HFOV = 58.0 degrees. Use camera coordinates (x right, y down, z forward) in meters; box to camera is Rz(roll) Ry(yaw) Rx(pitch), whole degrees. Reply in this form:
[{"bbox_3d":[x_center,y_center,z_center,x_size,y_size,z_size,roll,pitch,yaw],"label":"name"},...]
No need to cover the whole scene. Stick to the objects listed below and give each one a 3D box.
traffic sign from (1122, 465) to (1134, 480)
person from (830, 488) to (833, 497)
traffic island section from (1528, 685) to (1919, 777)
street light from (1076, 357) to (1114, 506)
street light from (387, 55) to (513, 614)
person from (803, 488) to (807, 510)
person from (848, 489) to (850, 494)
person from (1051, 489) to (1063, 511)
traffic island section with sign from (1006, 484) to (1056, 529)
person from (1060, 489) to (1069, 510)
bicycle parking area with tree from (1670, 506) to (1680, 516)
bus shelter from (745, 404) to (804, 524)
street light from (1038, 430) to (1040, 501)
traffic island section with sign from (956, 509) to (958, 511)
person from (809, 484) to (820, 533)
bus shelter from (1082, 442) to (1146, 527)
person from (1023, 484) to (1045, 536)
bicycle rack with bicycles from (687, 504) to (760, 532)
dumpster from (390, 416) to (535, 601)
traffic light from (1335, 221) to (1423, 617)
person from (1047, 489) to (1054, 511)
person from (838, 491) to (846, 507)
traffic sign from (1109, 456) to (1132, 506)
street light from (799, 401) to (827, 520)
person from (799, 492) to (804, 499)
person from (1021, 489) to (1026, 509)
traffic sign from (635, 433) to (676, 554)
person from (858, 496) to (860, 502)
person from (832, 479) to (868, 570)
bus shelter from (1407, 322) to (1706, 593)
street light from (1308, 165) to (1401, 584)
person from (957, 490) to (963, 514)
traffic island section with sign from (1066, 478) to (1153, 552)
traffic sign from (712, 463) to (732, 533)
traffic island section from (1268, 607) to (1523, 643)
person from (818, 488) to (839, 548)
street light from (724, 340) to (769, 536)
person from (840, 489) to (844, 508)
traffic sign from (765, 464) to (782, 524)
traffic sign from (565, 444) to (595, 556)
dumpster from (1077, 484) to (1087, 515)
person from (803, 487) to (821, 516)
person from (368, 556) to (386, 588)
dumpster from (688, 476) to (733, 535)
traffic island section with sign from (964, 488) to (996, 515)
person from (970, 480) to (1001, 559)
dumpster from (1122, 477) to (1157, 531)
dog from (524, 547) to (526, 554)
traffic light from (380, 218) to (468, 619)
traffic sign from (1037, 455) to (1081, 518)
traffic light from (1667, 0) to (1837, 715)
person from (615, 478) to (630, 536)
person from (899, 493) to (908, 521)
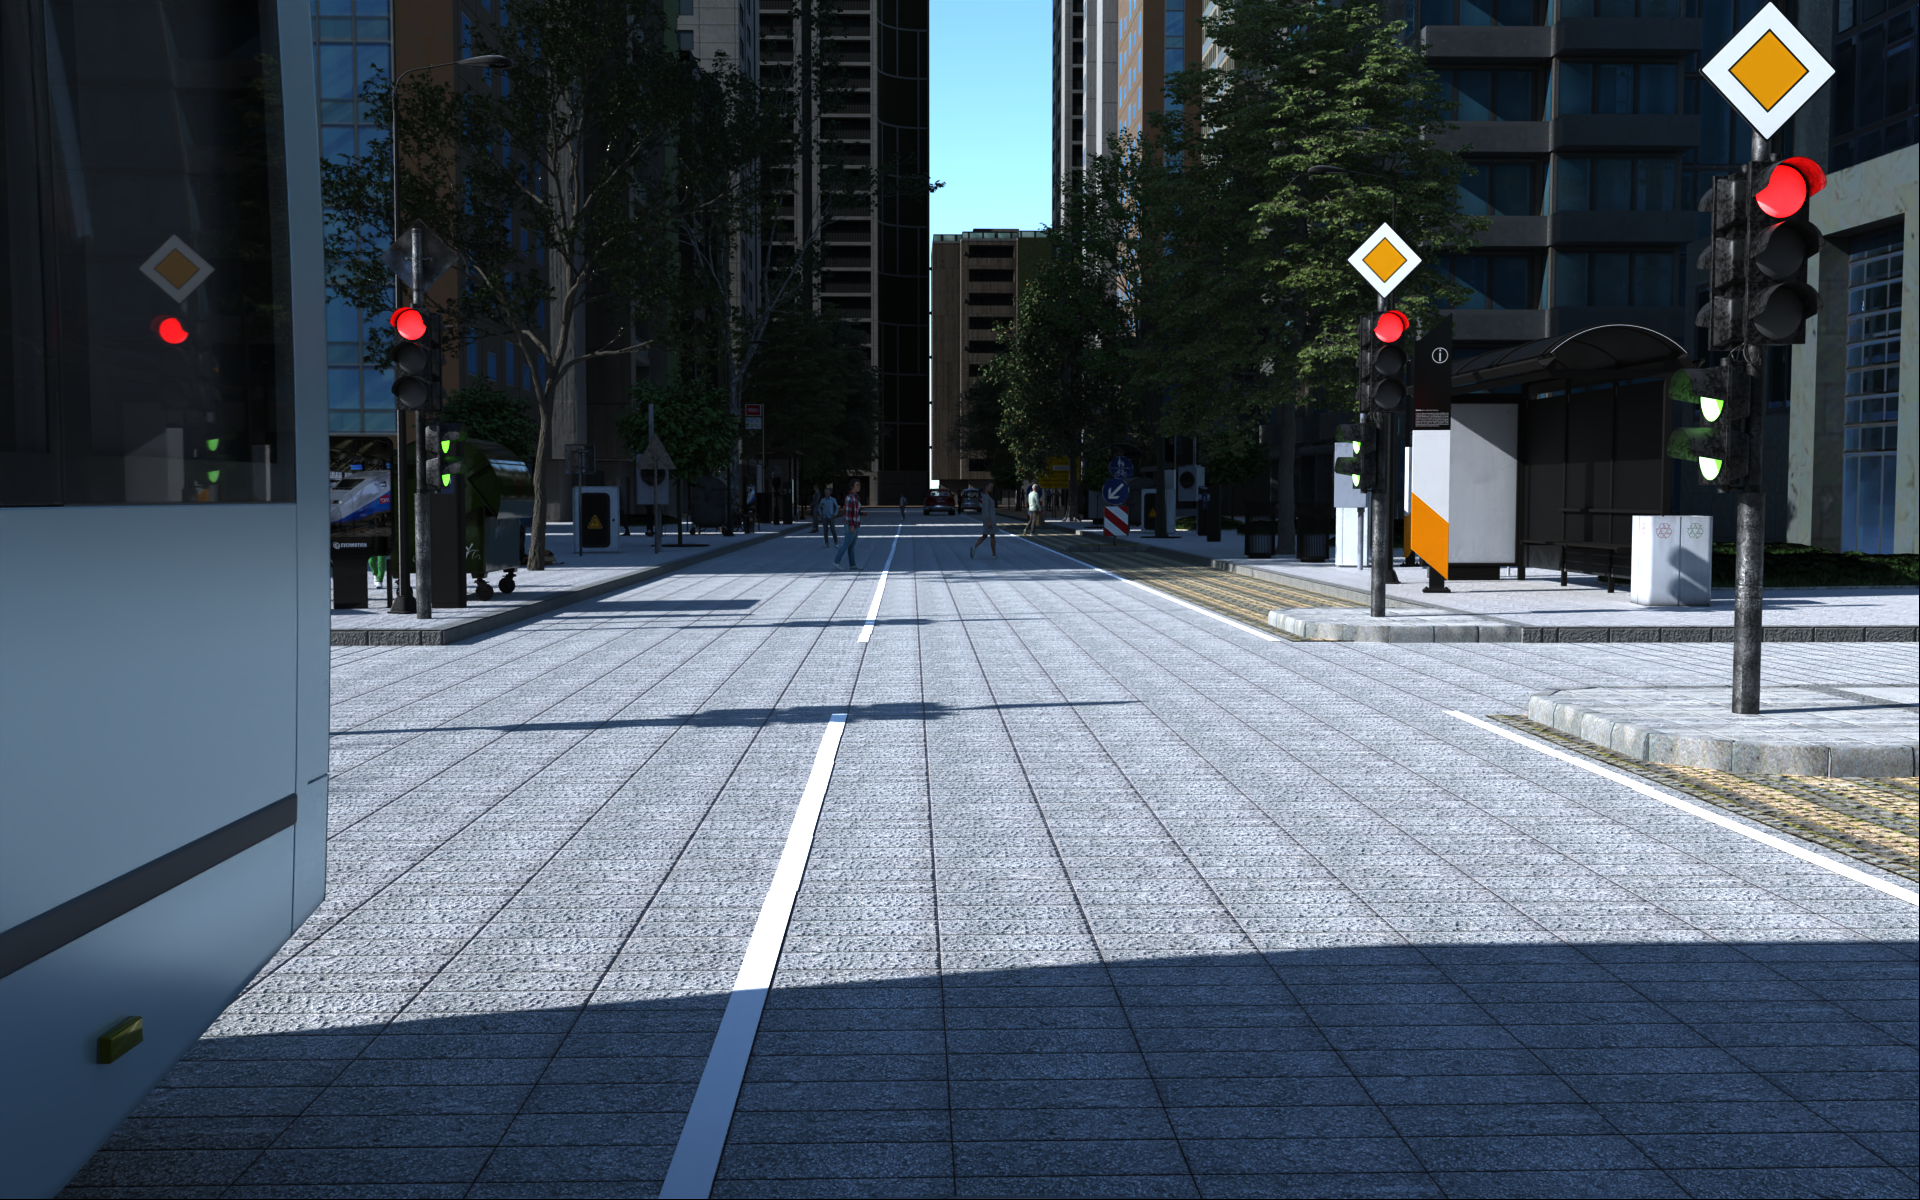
[{"bbox_3d":[5.942,-3.859,63.194,0.768,2.556,0.104,0,4,1],"label":"traffic sign"},{"bbox_3d":[-9.194,-7.023,121.606,0.721,1.736,1.217,-2,4,-23],"label":"person"},{"bbox_3d":[4.625,0.742,10.148,2.009,0.180,2.903,0,4,-2],"label":"traffic island section"},{"bbox_3d":[4.630,-5.270,58.702,1.470,5.913,1.316,0,4,-2],"label":"street light"},{"bbox_3d":[-5.434,-2.810,18.489,1.470,5.913,1.316,0,4,-2],"label":"street light"},{"bbox_3d":[-12.638,-8.191,140.690,0.721,1.735,1.217,0,4,3],"label":"person"},{"bbox_3d":[-10.905,-9.991,169.411,0.705,1.822,1.348,0,4,-6],"label":"person"},{"bbox_3d":[7.469,-7.816,134.569,1.217,1.736,0.721,-2,4,-27],"label":"person"},{"bbox_3d":[2.887,-3.810,70.923,1.989,1.847,2.006,0,4,-2],"label":"traffic island section with sign"},{"bbox_3d":[8.600,-8.055,137.697,1.348,1.831,0.705,0,4,-3],"label":"person"},{"bbox_3d":[22.619,-4.056,53.324,9.016,4.147,8.231,0,4,2],"label":"bicycle parking area with tree"},{"bbox_3d":[-8.544,-6.241,79.671,2.179,5.291,8.768,0,4,-2],"label":"bus shelter"},{"bbox_3d":[3.698,-7.370,93.039,1.470,5.913,1.316,0,4,-2],"label":"street light"},{"bbox_3d":[0.685,-8.509,147.756,1.989,1.847,2.006,0,4,-2],"label":"traffic island section with sign"},{"bbox_3d":[-5.405,-3.366,63.813,0.573,1.790,0.520,-2,4,-33],"label":"person"},{"bbox_3d":[6.204,-4.682,70.477,2.014,3.302,5.546,0,4,-2],"label":"bus shelter"},{"bbox_3d":[2.547,-3.072,59.219,0.515,1.767,0.782,-2,4,-30],"label":"person"},{"bbox_3d":[-7.957,-2.833,59.704,2.852,0.926,2.925,2,4,28],"label":"bicycle rack with bicycles"},{"bbox_3d":[-6.221,-1.159,21.442,1.502,2.255,1.985,0,4,-2],"label":"dumpster"},{"bbox_3d":[4.356,-1.779,18.014,0.839,4.253,0.868,0,4,-2],"label":"traffic light"},{"bbox_3d":[6.750,-7.564,129.576,0.599,1.838,0.709,-3,5,-41],"label":"person"},{"bbox_3d":[-11.807,-10.101,173.666,1.348,1.822,0.705,3,5,43],"label":"person"},{"bbox_3d":[5.379,-3.541,58.008,0.768,2.556,0.104,0,4,-1],"label":"traffic sign"},{"bbox_3d":[-7.354,-6.978,86.629,1.470,5.913,1.316,0,4,-2],"label":"street light"},{"bbox_3d":[-11.740,-7.201,123.795,1.348,1.821,0.705,-2,4,-32],"label":"person"},{"bbox_3d":[5.473,-8.816,150.873,1.217,1.739,0.721,0,4,5],"label":"person"},{"bbox_3d":[-6.516,-2.269,37.104,0.884,2.594,0.081,0,4,0],"label":"traffic sign"},{"bbox_3d":[-5.835,-5.224,94.614,0.721,1.736,1.217,-3,5,-42],"label":"person"},{"bbox_3d":[-2.075,-1.429,32.702,0.643,1.720,0.563,0,4,5],"label":"person"},{"bbox_3d":[7.701,-1.791,23.200,2.014,3.302,5.546,0,4,-2],"label":"bus shelter"},{"bbox_3d":[5.614,-3.188,24.670,1.470,5.913,1.316,0,4,-2],"label":"street light"},{"bbox_3d":[0.039,-6.992,123.535,0.721,1.735,1.217,1,4,14],"label":"person"},{"bbox_3d":[3.686,-2.114,43.191,1.989,1.847,2.006,0,4,-2],"label":"traffic island section with sign"},{"bbox_3d":[-7.942,-3.511,57.504,0.768,2.556,0.104,0,4,0],"label":"traffic sign"},{"bbox_3d":[4.397,0.254,18.129,2.009,0.180,2.903,0,4,-2],"label":"traffic island section"},{"bbox_3d":[-3.527,-2.206,46.381,0.589,1.601,0.330,1,4,17],"label":"person"},{"bbox_3d":[-6.463,-4.882,52.359,1.470,5.913,1.316,0,4,-2],"label":"street light"},{"bbox_3d":[-11.050,-9.388,160.356,0.721,1.723,1.217,0,4,0],"label":"person"},{"bbox_3d":[-7.995,-4.536,74.272,0.768,2.556,0.104,0,4,7],"label":"traffic sign"},{"bbox_3d":[-7.801,-2.046,35.576,0.606,2.300,0.079,0,4,0],"label":"traffic sign"},{"bbox_3d":[6.492,-5.142,89.829,1.264,1.857,1.865,0,4,-2],"label":"dumpster"},{"bbox_3d":[-8.781,-5.886,103.100,1.217,1.723,0.721,-2,4,-33],"label":"person"},{"bbox_3d":[-7.966,-0.822,23.726,0.306,1.304,0.590,-1,4,-15],"label":"person"},{"bbox_3d":[-7.916,-3.009,54.948,1.264,1.857,1.865,0,4,-2],"label":"dumpster"},{"bbox_3d":[1.487,-6.826,120.240,1.989,1.847,2.006,0,4,-2],"label":"traffic island section with sign"},{"bbox_3d":[0.584,-1.752,37.900,0.760,1.731,0.466,-3,4,-37],"label":"person"},{"bbox_3d":[6.135,-3.262,59.097,1.264,1.857,1.865,0,4,-2],"label":"dumpster"},{"bbox_3d":[-9.213,-1.314,35.857,0.800,0.831,0.513,2,4,31],"label":"dog"},{"bbox_3d":[-5.501,-1.761,17.718,0.839,4.253,0.868,0,4,-2],"label":"traffic light"},{"bbox_3d":[5.200,-5.942,91.018,2.265,3.308,0.079,0,4,1],"label":"traffic sign"},{"bbox_3d":[4.584,-1.291,10.033,0.839,4.253,0.868,0,4,-2],"label":"traffic light"},{"bbox_3d":[-10.523,-2.857,53.160,0.834,1.777,0.661,-2,4,-33],"label":"person"},{"bbox_3d":[-3.055,-5.014,93.082,0.503,1.515,0.523,2,4,26],"label":"person"}]
